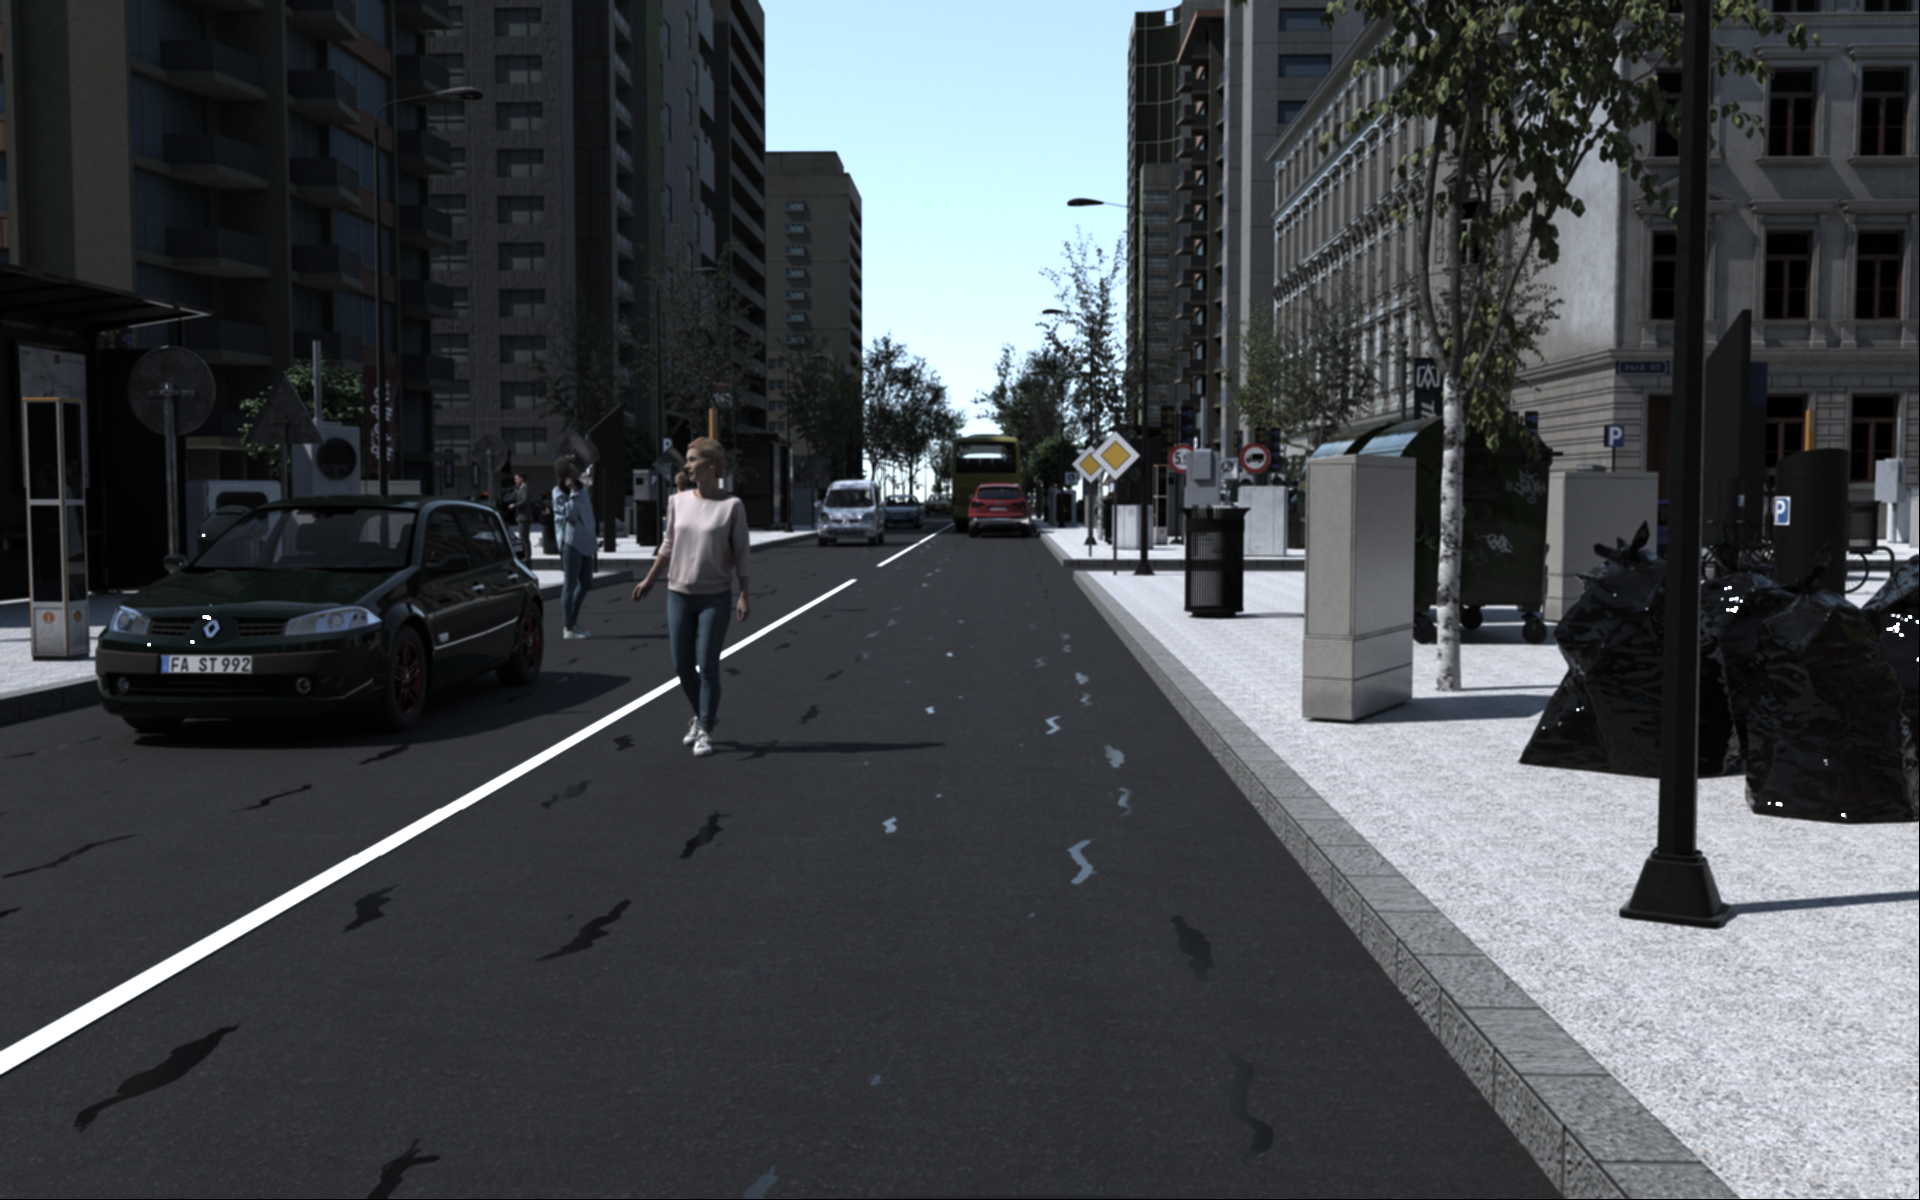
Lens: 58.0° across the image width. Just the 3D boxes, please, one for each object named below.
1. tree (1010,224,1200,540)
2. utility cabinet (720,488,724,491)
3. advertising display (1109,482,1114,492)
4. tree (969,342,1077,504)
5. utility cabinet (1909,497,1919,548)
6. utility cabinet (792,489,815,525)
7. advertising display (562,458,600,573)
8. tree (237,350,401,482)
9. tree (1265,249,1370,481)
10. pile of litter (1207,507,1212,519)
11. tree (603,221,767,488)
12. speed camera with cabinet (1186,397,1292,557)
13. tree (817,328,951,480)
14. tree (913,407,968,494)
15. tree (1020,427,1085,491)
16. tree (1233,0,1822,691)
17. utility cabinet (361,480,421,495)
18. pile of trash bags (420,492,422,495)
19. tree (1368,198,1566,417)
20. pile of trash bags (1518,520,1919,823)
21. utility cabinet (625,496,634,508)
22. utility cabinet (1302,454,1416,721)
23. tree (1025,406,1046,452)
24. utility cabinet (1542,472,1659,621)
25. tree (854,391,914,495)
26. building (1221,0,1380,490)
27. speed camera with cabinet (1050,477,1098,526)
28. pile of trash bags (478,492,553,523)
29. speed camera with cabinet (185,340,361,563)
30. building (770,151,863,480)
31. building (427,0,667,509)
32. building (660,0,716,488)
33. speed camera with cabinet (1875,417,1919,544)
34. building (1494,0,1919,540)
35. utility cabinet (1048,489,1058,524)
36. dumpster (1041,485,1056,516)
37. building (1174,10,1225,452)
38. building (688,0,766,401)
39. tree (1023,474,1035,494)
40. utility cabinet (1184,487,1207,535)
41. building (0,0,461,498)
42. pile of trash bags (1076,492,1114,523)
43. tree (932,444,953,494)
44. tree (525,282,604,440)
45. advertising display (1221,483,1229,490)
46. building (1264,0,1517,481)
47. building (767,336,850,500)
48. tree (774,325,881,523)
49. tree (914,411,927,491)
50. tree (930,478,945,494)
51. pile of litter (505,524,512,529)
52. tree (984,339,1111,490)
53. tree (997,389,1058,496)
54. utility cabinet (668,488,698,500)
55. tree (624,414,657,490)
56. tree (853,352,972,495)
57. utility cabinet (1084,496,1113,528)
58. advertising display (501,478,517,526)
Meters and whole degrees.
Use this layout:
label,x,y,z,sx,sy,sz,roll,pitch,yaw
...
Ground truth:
label,x,y,z,sx,sy,sz,roll,pitch,yaw
tree,4.106,-5.955,47.722,4.360,8.622,3.978,0,3,0
utility cabinet,-9.478,-3.578,67.184,1.173,1.500,0.318,1,4,13
advertising display,8.256,-5.227,90.677,0.974,1.923,0.123,1,4,22
tree,8.058,-22.061,216.578,12.611,20.169,13.585,0,3,0
utility cabinet,22.761,-1.814,40.818,0.306,1.237,1.020,0,4,4
utility cabinet,-6.495,-3.805,70.887,1.173,1.500,0.318,2,4,34
advertising display,-6.256,-1.418,28.406,0.974,1.923,0.123,3,5,41
tree,-14.123,-3.357,38.601,4.285,4.588,4.351,0,3,0
tree,11.246,-6.281,53.054,4.360,8.622,3.978,0,3,0
pile of litter,8.144,-2.751,58.948,1.176,0.858,1.719,0,4,5
tree,-7.020,-5.886,46.593,4.360,8.622,3.978,0,3,0
speed camera with cabinet,5.698,-2.523,35.587,2.038,3.252,0.660,1,4,13
tree,-4.832,-9.982,97.621,7.601,10.594,8.767,2,4,34
tree,-2.557,-16.943,202.766,9.928,11.665,9.643,0,3,0
tree,4.872,-6.159,84.417,4.285,4.588,4.351,0,3,0
tree,3.431,-3.711,11.041,4.737,8.622,4.395,0,3,0
utility cabinet,-9.366,-1.185,28.060,1.173,1.500,0.318,-2,4,-31
pile of trash bags,-16.812,-2.735,54.462,1.912,1.369,3.447,-2,4,-30
tree,12.786,-5.631,42.429,4.360,8.622,3.978,0,3,0
pile of trash bags,4.004,0.152,7.274,1.912,1.369,3.447,-1,4,-20
utility cabinet,-12.612,-3.433,67.298,1.020,1.237,0.306,-3,5,-40
utility cabinet,2.347,-0.092,10.177,0.318,1.500,1.173,2,4,30
tree,6.808,-11.382,136.463,4.737,8.622,4.395,0,3,0
utility cabinet,6.448,-0.537,17.458,1.173,1.500,0.318,-1,4,-21
tree,-5.314,-10.101,115.521,4.360,8.622,3.978,0,3,0
building,30.145,-35.848,128.113,21.231,58.520,28.212,0,4,1
speed camera with cabinet,4.722,-4.667,70.639,2.038,3.252,0.660,-1,4,-10
pile of trash bags,-22.385,-4.690,86.432,3.447,1.369,1.912,0,4,8
speed camera with cabinet,-8.613,-1.679,21.780,0.660,3.252,2.038,3,5,42
building,-25.475,-38.182,247.972,21.300,48.544,21.600,0,4,1
building,-25.606,-25.547,101.296,14.154,41.232,14.086,0,4,1
building,-32.771,-32.729,124.358,28.713,52.752,27.495,0,4,1
speed camera with cabinet,24.564,-3.119,45.325,0.660,3.252,2.038,3,5,45
building,28.329,-13.265,53.033,21.152,22.565,11.583,0,4,1
utility cabinet,3.947,-3.921,72.788,0.318,1.500,1.173,1,4,11
dumpster,5.028,-5.641,97.984,1.264,1.857,1.865,0,4,1
building,31.182,-30.726,157.001,22.147,44.769,28.867,0,4,1
building,-28.714,-32.122,148.890,21.300,48.544,21.600,0,4,1
tree,6.183,-9.809,154.973,1.663,3.219,1.824,0,3,0
utility cabinet,7.035,-2.742,53.509,1.173,1.500,0.318,1,4,13
building,-32.498,-25.131,65.523,22.147,44.769,28.867,0,4,1
pile of trash bags,6.285,-4.188,78.225,1.912,1.369,3.447,2,4,29
tree,-2.113,-18.381,250.897,4.737,8.622,4.395,0,3,0
tree,-12.700,-6.685,59.665,4.360,8.622,3.978,0,3,0
advertising display,14.767,-5.698,98.375,0.974,1.923,0.123,1,4,11
building,27.157,-19.041,87.735,17.030,29.872,44.131,0,4,1
building,-29.247,-23.159,223.685,27.650,21.520,28.899,0,4,1
tree,-6.261,-7.657,75.550,4.737,8.622,4.395,0,3,0
tree,-4.158,-10.801,126.962,4.360,8.622,3.978,0,3,0
tree,-2.288,-11.831,188.037,1.663,3.219,1.824,0,3,0
pile of litter,-17.194,-2.993,62.908,1.719,0.858,1.176,0,4,-4
tree,5.852,-10.381,104.147,7.601,10.594,8.767,3,5,40
tree,7.121,-15.857,177.395,7.486,12.596,7.792,0,3,0
utility cabinet,-9.634,-3.177,60.624,1.173,1.500,0.318,0,4,0
tree,-13.765,-5.368,71.473,4.285,4.588,4.351,0,3,0
tree,-4.149,-14.594,148.977,12.009,13.543,11.850,0,3,0
utility cabinet,5.231,-3.318,65.410,1.020,1.237,0.306,1,4,17
advertising display,-18.107,-3.964,70.019,0.974,1.923,0.123,1,4,22
